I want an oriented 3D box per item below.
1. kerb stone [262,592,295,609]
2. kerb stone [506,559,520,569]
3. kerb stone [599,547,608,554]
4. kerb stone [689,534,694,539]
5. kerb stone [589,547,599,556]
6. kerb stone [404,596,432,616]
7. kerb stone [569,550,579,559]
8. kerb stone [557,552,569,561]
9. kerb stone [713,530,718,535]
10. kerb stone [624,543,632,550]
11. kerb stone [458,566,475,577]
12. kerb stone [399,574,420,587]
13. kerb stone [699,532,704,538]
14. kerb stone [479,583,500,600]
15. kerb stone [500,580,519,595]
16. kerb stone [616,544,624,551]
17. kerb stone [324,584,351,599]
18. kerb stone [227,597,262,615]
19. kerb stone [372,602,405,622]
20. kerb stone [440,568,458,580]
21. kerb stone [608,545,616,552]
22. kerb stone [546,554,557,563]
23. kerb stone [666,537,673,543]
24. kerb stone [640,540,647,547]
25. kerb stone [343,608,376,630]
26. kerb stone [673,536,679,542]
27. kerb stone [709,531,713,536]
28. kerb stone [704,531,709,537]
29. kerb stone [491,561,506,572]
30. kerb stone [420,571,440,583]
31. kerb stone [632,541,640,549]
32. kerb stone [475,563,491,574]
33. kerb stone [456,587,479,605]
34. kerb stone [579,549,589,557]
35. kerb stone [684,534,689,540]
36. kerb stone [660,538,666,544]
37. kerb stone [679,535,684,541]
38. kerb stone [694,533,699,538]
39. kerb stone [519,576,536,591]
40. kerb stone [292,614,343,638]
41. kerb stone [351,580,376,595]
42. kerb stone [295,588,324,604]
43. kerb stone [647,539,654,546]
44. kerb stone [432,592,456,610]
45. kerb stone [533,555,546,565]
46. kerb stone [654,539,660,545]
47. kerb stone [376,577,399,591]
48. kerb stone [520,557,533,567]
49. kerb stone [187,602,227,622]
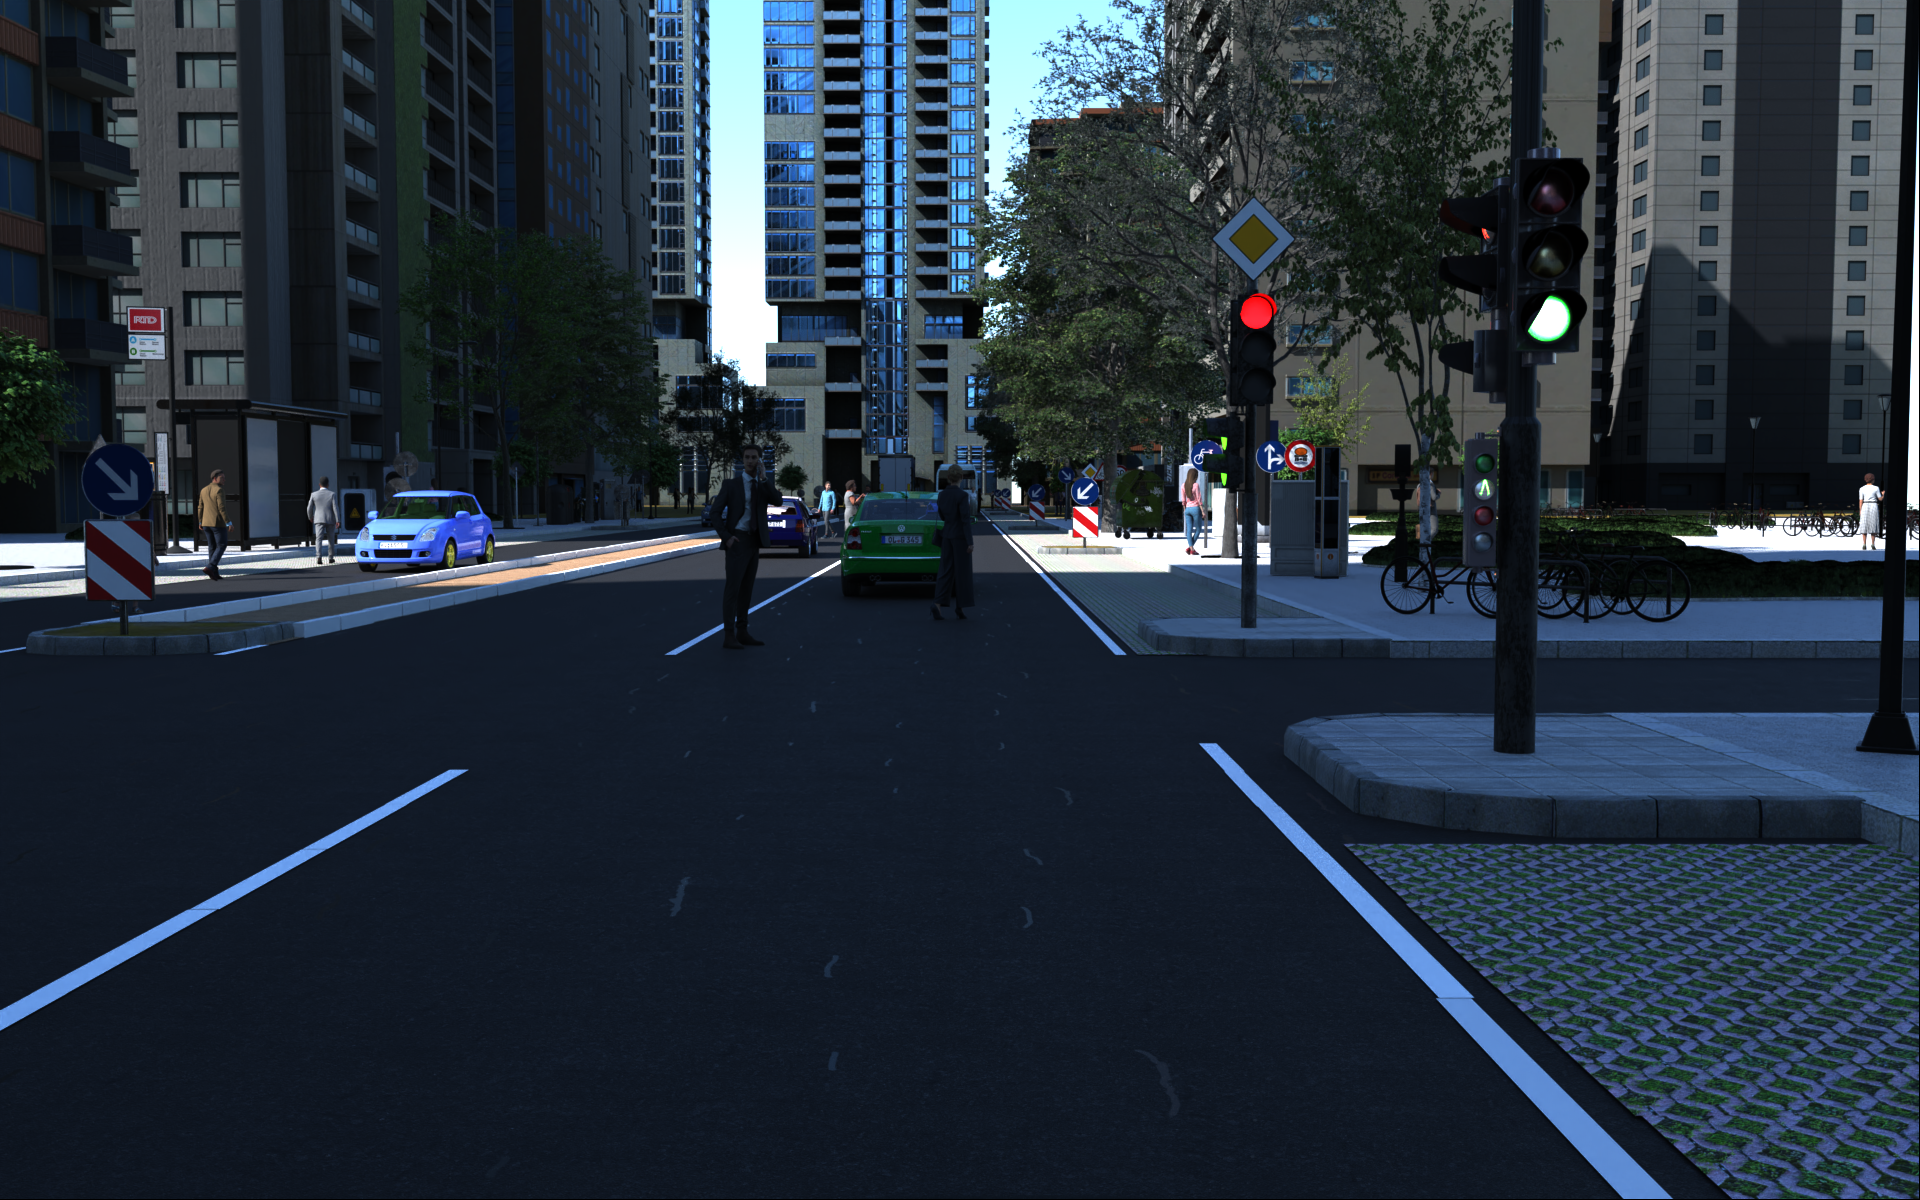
[{"bbox_3d":[-8.670,0.023,21.841,0.120,0.150,1.000,0,3,0],"label":"kerb stone"},{"bbox_3d":[-8.647,-0.667,33.103,0.120,0.150,1.000,0,3,0],"label":"kerb stone"},{"bbox_3d":[-8.629,-1.169,41.311,0.120,0.150,1.000,0,3,0],"label":"kerb stone"},{"bbox_3d":[-8.600,-1.982,54.657,0.120,0.150,1.000,0,3,0],"label":"kerb stone"},{"bbox_3d":[-8.631,-1.106,40.280,0.120,0.150,1.000,0,3,0],"label":"kerb stone"},{"bbox_3d":[-6.582,0.086,20.782,0.120,0.150,1.000,0,3,0],"label":"kerb stone"},{"bbox_3d":[-8.643,-0.981,38.228,0.120,0.150,1.000,0,3,0],"label":"kerb stone"},{"bbox_3d":[-8.636,-0.918,37.206,0.120,0.150,1.000,0,3,0],"label":"kerb stone"},{"bbox_3d":[-8.584,-2.298,59.792,0.120,0.150,1.000,0,3,0],"label":"kerb stone"},{"bbox_3d":[-8.622,-1.358,44.392,0.120,0.150,1.000,0,3,0],"label":"kerb stone"},{"bbox_3d":[-8.649,-0.479,30.036,0.120,0.150,1.000,0,3,0],"label":"kerb stone"},{"bbox_3d":[-8.660,-0.286,26.955,0.120,0.150,1.000,0,3,0],"label":"kerb stone"},{"bbox_3d":[-8.591,-2.110,56.701,0.120,0.150,1.000,0,3,0],"label":"kerb stone"},{"bbox_3d":[-6.573,-0.102,23.857,0.120,0.150,1.000,0,3,0],"label":"kerb stone"},{"bbox_3d":[-6.560,-0.163,24.886,0.120,0.150,1.000,0,3,0],"label":"kerb stone"},{"bbox_3d":[-8.632,-1.294,43.356,0.120,0.150,1.000,0,3,0],"label":"kerb stone"},{"bbox_3d":[-8.667,-0.103,23.888,0.120,0.150,1.000,0,3,0],"label":"kerb stone"},{"bbox_3d":[-8.676,0.085,20.808,0.120,0.150,1.000,0,3,0],"label":"kerb stone"},{"bbox_3d":[-6.586,0.149,19.759,0.120,0.150,1.000,0,3,0],"label":"kerb stone"},{"bbox_3d":[-8.657,-0.416,29.003,0.120,0.150,1.000,0,3,0],"label":"kerb stone"},{"bbox_3d":[-8.624,-1.221,42.333,0.120,0.150,1.000,0,3,0],"label":"kerb stone"},{"bbox_3d":[-8.648,-0.854,36.184,0.120,0.150,1.000,0,3,0],"label":"kerb stone"},{"bbox_3d":[-8.607,-1.734,50.549,0.120,0.150,1.000,0,3,0],"label":"kerb stone"},{"bbox_3d":[-8.626,-1.483,46.447,0.120,0.150,1.000,0,3,0],"label":"kerb stone"},{"bbox_3d":[-6.573,0.217,18.736,0.120,0.150,1.000,0,3,0],"label":"kerb stone"},{"bbox_3d":[-8.600,-1.798,51.585,0.120,0.150,1.000,0,3,0],"label":"kerb stone"},{"bbox_3d":[-8.596,-2.235,58.763,0.120,0.150,1.000,0,3,0],"label":"kerb stone"},{"bbox_3d":[-8.590,-2.174,57.741,0.120,0.150,1.000,0,3,0],"label":"kerb stone"},{"bbox_3d":[-8.645,-0.605,32.080,0.120,0.150,1.000,0,3,0],"label":"kerb stone"},{"bbox_3d":[-8.661,-0.349,27.979,0.120,0.150,1.000,0,3,0],"label":"kerb stone"},{"bbox_3d":[-8.613,-1.420,45.414,0.120,0.150,1.000,0,3,0],"label":"kerb stone"},{"bbox_3d":[-8.651,-0.538,31.058,0.120,0.150,1.000,0,3,0],"label":"kerb stone"},{"bbox_3d":[-6.574,-0.039,22.826,0.120,0.150,1.000,0,3,0],"label":"kerb stone"},{"bbox_3d":[-8.633,-1.044,39.258,0.120,0.150,1.000,0,3,0],"label":"kerb stone"},{"bbox_3d":[-8.602,-1.923,53.634,0.120,0.150,1.000,0,3,0],"label":"kerb stone"},{"bbox_3d":[-8.620,-1.670,49.524,0.120,0.150,1.000,0,3,0],"label":"kerb stone"},{"bbox_3d":[-8.602,-1.857,52.608,0.120,0.150,1.000,0,3,0],"label":"kerb stone"},{"bbox_3d":[-8.595,-2.048,55.679,0.120,0.150,1.000,0,3,0],"label":"kerb stone"},{"bbox_3d":[-6.560,-0.227,25.911,0.120,0.150,1.000,0,3,0],"label":"kerb stone"},{"bbox_3d":[-6.576,0.274,17.714,0.120,0.150,1.000,0,3,0],"label":"kerb stone"},{"bbox_3d":[-8.665,-0.166,24.910,0.120,0.150,1.000,0,3,0],"label":"kerb stone"},{"bbox_3d":[-8.675,-0.040,22.866,0.120,0.150,1.000,0,3,0],"label":"kerb stone"},{"bbox_3d":[-8.616,-1.546,47.475,0.120,0.150,1.000,0,3,0],"label":"kerb stone"},{"bbox_3d":[-6.579,0.027,21.804,0.120,0.150,1.000,0,3,0],"label":"kerb stone"},{"bbox_3d":[-8.637,-0.793,35.156,0.120,0.150,1.000,0,3,0],"label":"kerb stone"},{"bbox_3d":[-8.611,-1.605,48.502,0.120,0.150,1.000,0,3,0],"label":"kerb stone"},{"bbox_3d":[-8.665,-0.229,25.932,0.120,0.150,1.000,0,3,0],"label":"kerb stone"},{"bbox_3d":[-8.643,-0.730,34.130,0.120,0.150,1.000,0,3,0],"label":"kerb stone"},{"bbox_3d":[-8.672,0.152,19.786,0.120,0.150,1.000,0,3,0],"label":"kerb stone"}]
